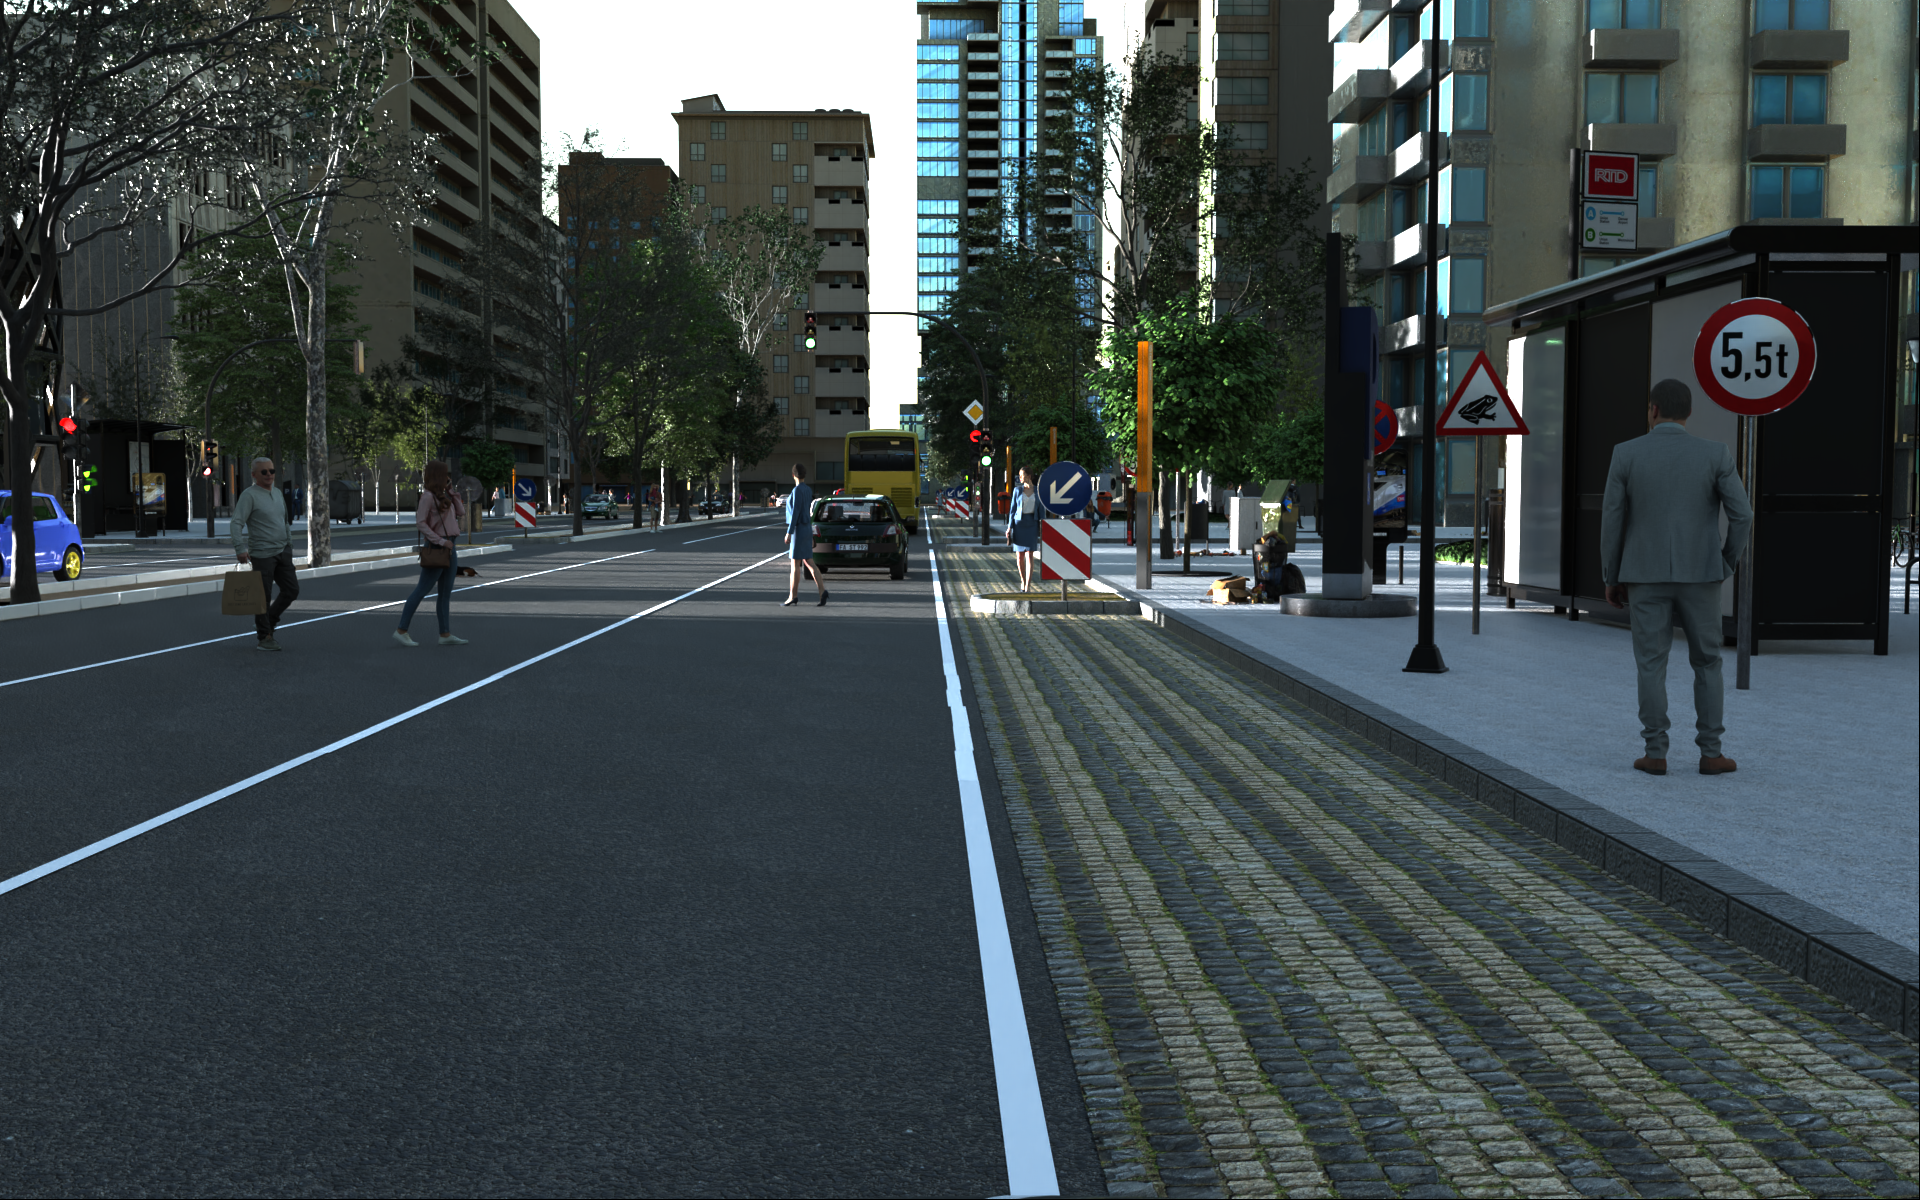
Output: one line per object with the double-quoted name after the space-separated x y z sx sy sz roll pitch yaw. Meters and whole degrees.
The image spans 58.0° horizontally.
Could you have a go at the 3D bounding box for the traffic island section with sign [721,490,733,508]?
-24.542 -10.491 180.160 1.989 1.847 2.006 0 4 -1 "traffic island section with sign"

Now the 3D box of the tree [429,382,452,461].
-35.167 -9.922 112.593 4.737 8.622 4.395 0 3 0 "tree"

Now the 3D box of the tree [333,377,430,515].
-36.427 -9.618 107.610 4.737 8.622 4.395 0 3 0 "tree"

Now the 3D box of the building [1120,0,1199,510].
28.778 -34.302 150.078 28.713 52.752 27.495 0 4 -1 "building"

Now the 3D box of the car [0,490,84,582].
-15.070 -1.036 26.525 1.945 1.707 3.694 0 3 0 "car"

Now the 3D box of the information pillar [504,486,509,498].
-28.883 -6.477 110.383 0.304 2.012 0.304 -1 4 -16 "information pillar"

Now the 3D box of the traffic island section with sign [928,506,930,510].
-1.738 -8.865 153.576 1.989 1.847 2.006 0 4 -1 "traffic island section with sign"

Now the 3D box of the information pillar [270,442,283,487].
-28.857 -5.006 73.200 0.504 3.616 0.183 -3 4 -38 "information pillar"

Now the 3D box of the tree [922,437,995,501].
0.326 -16.721 190.389 9.611 12.733 9.660 0 3 0 "tree"

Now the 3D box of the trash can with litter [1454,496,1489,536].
16.194 -2.570 53.072 1.678 1.210 2.233 0 4 3 "trash can with litter"

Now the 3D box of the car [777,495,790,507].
-18.633 -10.645 186.402 2.083 1.381 4.827 0 4 -1 "car"

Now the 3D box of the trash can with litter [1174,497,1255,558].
5.313 -1.523 35.957 2.233 1.210 1.678 -1 4 -15 "trash can with litter"

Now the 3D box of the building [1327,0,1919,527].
31.342 -27.881 75.461 30.456 49.044 23.786 0 4 -1 "building"

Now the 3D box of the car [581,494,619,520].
-20.461 -5.266 97.891 2.131 1.459 4.920 0 4 -2 "car"

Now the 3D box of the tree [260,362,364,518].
-34.771 -8.639 91.616 4.360 8.622 3.978 0 3 0 "tree"

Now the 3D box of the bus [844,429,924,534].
-2.758 -4.446 64.245 2.896 3.916 12.252 0 4 -1 "bus"

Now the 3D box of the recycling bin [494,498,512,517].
-26.209 -5.311 99.388 0.722 1.027 0.722 2 4 27 "recycling bin"

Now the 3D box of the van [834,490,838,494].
-13.426 -11.483 194.750 2.013 2.044 4.112 0 4 -1 "van"

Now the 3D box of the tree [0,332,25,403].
-33.025 -6.481 56.328 4.737 8.622 4.395 0 3 0 "tree"

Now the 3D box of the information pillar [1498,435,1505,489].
17.273 -3.897 55.074 0.504 3.616 0.183 -3 5 -44 "information pillar"

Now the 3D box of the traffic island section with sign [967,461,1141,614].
1.138 -0.787 21.493 1.989 1.847 2.006 0 4 -1 "traffic island section with sign"

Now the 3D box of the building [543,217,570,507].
-48.553 -24.993 180.336 14.107 30.474 14.160 0 4 -1 "building"

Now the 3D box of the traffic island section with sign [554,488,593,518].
-22.843 -5.742 102.504 1.989 1.847 2.006 0 4 -1 "traffic island section with sign"

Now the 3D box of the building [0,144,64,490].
-47.220 -12.504 71.896 16.820 18.784 16.811 0 4 -1 "building"

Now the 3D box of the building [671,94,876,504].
-23.447 -39.609 236.845 27.495 52.752 28.713 0 4 -1 "building"

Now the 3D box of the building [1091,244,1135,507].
30.070 -29.621 176.191 32.217 40.220 23.993 0 4 -1 "building"

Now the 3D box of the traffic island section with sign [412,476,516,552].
-12.453 -2.157 43.406 2.006 1.907 1.989 0 4 -1 "traffic island section with sign"

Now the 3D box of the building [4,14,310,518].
-45.406 -16.982 95.678 12.078 24.808 19.932 0 4 -1 "building"

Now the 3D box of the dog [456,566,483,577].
-8.634 -0.593 29.886 0.748 0.427 0.550 3 5 39 "dog"

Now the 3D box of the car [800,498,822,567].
-2.349 -1.425 35.665 2.083 1.381 4.827 0 4 -2 "car"

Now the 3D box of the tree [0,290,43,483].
-34.402 -6.819 61.852 4.360 8.622 3.978 0 3 0 "tree"

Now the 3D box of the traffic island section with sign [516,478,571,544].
-12.604 -2.610 50.811 2.006 1.907 1.989 0 4 -1 "traffic island section with sign"

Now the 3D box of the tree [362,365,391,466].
-34.663 -9.104 99.205 4.360 8.622 3.978 0 3 0 "tree"

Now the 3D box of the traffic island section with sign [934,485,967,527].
-0.045 -4.127 76.110 1.989 1.847 2.006 0 4 -1 "traffic island section with sign"

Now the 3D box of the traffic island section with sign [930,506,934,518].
-0.662 -5.854 104.334 1.989 1.847 2.006 0 4 -1 "traffic island section with sign"

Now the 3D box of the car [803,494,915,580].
-1.796 -1.261 30.412 2.009 1.686 4.222 0 4 -1 "car"

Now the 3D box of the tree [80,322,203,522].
-35.437 -7.520 73.310 4.360 8.622 3.978 0 3 0 "tree"

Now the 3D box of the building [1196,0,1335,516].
21.489 -25.870 106.572 14.154 41.232 14.086 0 4 -1 "building"

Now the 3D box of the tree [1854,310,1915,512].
31.406 -6.772 61.081 4.360 8.622 3.978 0 3 0 "tree"

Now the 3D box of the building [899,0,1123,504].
5.860 -56.314 233.398 31.000 86.520 22.319 0 4 -1 "building"

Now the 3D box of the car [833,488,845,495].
-6.997 -6.216 110.301 2.281 1.827 5.304 0 4 -1 "car"

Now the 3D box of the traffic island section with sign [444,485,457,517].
-22.266 -4.093 75.555 1.989 1.847 2.006 0 4 -1 "traffic island section with sign"

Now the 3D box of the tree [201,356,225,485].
-35.795 -7.944 80.248 4.360 8.622 3.978 0 3 0 "tree"

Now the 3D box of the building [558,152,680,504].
-44.479 -35.450 229.718 14.200 45.320 14.600 0 4 -1 "building"

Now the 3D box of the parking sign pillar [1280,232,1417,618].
4.175 -1.838 18.525 1.447 3.967 1.447 1 4 18 "parking sign pillar"

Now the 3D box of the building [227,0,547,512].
-50.855 -32.636 157.299 21.300 48.544 21.600 0 4 -1 "building"

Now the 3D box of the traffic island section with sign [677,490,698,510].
-23.953 -8.843 153.211 1.989 1.847 2.006 0 4 -1 "traffic island section with sign"

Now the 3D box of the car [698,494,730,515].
-17.068 -6.751 120.171 2.009 1.686 4.222 0 4 0 "car"

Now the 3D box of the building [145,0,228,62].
-50.755 -31.303 135.499 21.300 48.544 21.600 0 4 -1 "building"

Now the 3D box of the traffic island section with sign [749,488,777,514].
-14.248 -7.205 125.932 2.006 1.907 1.989 0 4 -1 "traffic island section with sign"

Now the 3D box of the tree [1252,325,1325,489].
13.928 -7.515 73.232 4.737 8.622 4.395 0 3 0 "tree"
